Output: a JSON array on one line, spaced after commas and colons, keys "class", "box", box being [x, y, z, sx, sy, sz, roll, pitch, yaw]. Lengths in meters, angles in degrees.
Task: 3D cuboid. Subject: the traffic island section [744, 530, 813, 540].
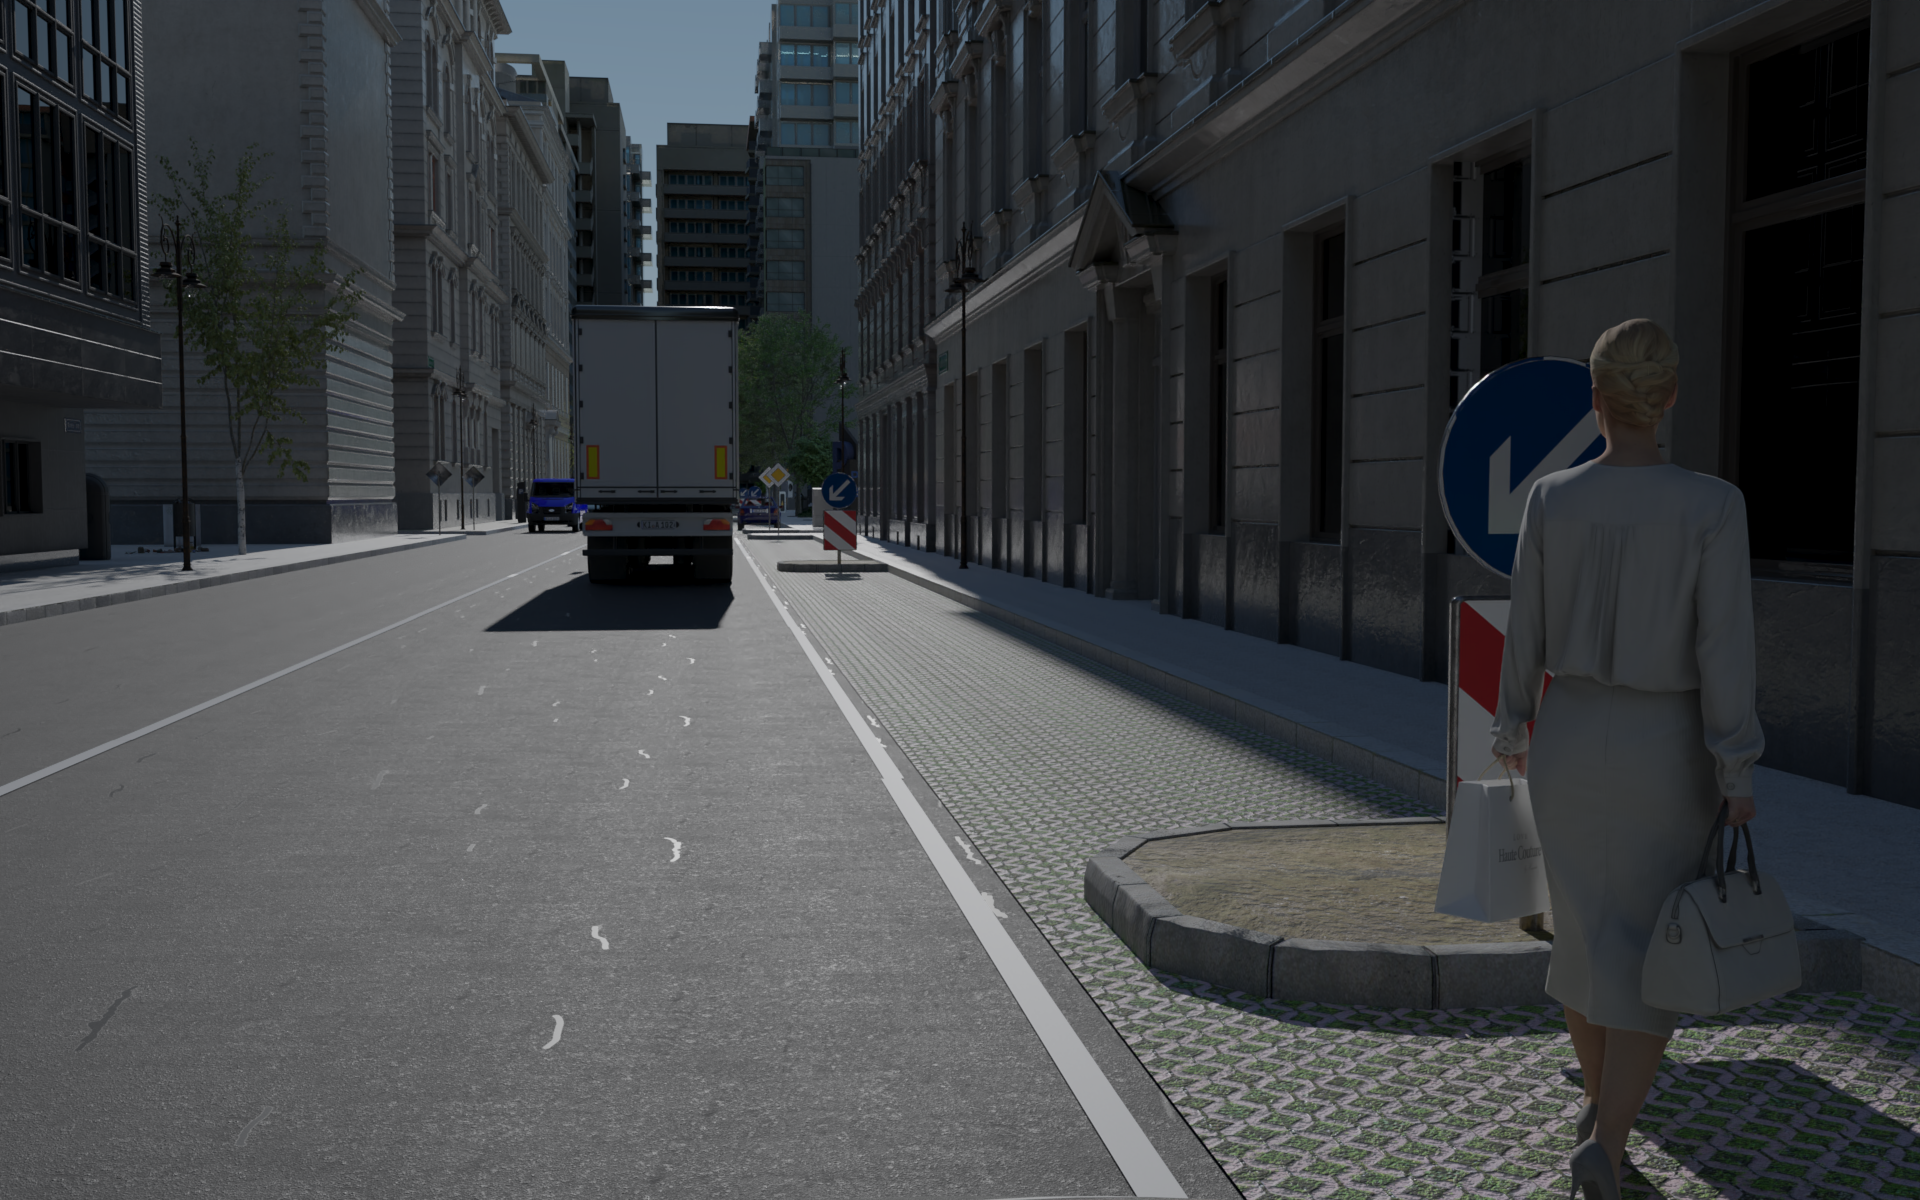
[{"class": "traffic island section", "box": [-5.759, -2.013, 55.191, 2.009, 0.180, 2.903, -1, 4, -8]}]

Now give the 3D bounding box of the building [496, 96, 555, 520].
[{"class": "building", "box": [-28.254, -16.191, 93.600, 11.050, 23.489, 19.941, -1, 4, -8]}]

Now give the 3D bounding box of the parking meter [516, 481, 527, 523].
[{"class": "parking meter", "box": [-19.569, -4.378, 77.285, 0.399, 1.863, 0.255, 0, 4, -2]}]

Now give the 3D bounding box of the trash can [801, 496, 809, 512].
[{"class": "trash can", "box": [-10.042, -6.095, 111.299, 0.748, 1.137, 0.748, 0, 3, 0]}]

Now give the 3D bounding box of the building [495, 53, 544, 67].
[{"class": "building", "box": [-46.777, -27.776, 146.014, 32.217, 40.220, 23.993, -1, 4, -8]}]

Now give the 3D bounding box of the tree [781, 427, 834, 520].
[{"class": "tree", "box": [-7.040, -6.181, 84.769, 4.285, 4.588, 4.351, 0, 3, 0]}]

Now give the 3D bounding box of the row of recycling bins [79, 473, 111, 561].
[{"class": "row of recycling bins", "box": [-18.284, -1.633, 33.811, 3.534, 1.692, 1.069, 1, 4, 9]}]

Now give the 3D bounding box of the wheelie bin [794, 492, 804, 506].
[{"class": "wheelie bin", "box": [-11.588, -7.142, 124.679, 0.693, 1.594, 0.980, -1, 4, -12]}]

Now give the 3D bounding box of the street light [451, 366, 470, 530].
[{"class": "street light", "box": [-17.949, -5.479, 62.361, 0.468, 5.910, 1.993, -1, 4, -8]}]

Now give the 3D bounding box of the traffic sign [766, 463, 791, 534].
[{"class": "traffic sign", "box": [-5.781, -3.148, 55.111, 0.795, 2.450, 0.064, -1, 4, -8]}]

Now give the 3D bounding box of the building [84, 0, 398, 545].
[{"class": "building", "box": [-25.945, -13.347, 47.101, 19.941, 23.489, 11.050, -1, 4, -8]}]

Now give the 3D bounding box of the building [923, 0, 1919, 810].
[{"class": "building", "box": [10.383, -14.669, 16.250, 17.030, 29.872, 44.131, -1, 4, -8]}]

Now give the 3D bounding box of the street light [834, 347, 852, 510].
[{"class": "street light", "box": [-3.692, -5.003, 54.583, 0.468, 5.910, 1.993, -1, 4, -8]}]

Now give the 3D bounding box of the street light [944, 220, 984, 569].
[{"class": "street light", "box": [0.065, -3.471, 29.544, 0.468, 5.910, 1.993, -1, 4, -8]}]

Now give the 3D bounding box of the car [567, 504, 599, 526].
[{"class": "car", "box": [-16.770, -4.186, 78.224, 2.009, 1.686, 4.222, 0, 4, -7]}]

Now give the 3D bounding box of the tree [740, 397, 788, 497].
[{"class": "tree", "box": [-14.140, -10.802, 126.982, 4.737, 8.622, 4.395, 0, 3, 0]}]

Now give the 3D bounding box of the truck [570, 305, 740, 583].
[{"class": "truck", "box": [-5.380, -2.600, 31.417, 2.839, 4.237, 11.283, -1, 4, -9]}]

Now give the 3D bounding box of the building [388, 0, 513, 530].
[{"class": "building", "box": [-26.634, -17.365, 71.310, 14.401, 28.519, 23.554, -1, 4, -8]}]

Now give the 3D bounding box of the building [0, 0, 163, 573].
[{"class": "building", "box": [-19.559, -13.738, 18.130, 14.314, 27.812, 24.014, -1, 4, -8]}]

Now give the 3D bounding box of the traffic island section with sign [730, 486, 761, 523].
[{"class": "traffic island section with sign", "box": [-10.476, -4.820, 87.433, 1.989, 1.847, 2.006, -1, 4, -8]}]

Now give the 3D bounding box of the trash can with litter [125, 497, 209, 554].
[{"class": "trash can with litter", "box": [-17.446, -1.650, 38.027, 1.678, 1.210, 2.233, 2, 4, 31]}]

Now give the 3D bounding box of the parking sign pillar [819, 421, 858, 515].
[{"class": "parking sign pillar", "box": [-4.174, -4.589, 63.508, 1.447, 3.967, 1.447, -2, 4, -33]}]

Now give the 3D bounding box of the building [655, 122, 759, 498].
[{"class": "building", "box": [-29.230, -37.101, 230.305, 21.600, 48.544, 21.300, -1, 4, -8]}]

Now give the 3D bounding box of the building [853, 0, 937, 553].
[{"class": "building", "box": [2.599, -12.092, 46.857, 9.793, 20.994, 18.267, -1, 4, -8]}]

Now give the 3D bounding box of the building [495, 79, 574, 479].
[{"class": "building", "box": [-32.608, -20.006, 113.009, 13.634, 28.700, 20.117, -1, 4, -8]}]

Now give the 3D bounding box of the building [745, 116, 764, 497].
[{"class": "building", "box": [-13.389, -33.347, 199.851, 22.147, 44.769, 28.867, -1, 4, -8]}]

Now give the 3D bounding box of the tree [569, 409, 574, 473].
[{"class": "tree", "box": [-28.944, -11.171, 133.009, 4.360, 8.622, 3.978, 0, 3, 0]}]

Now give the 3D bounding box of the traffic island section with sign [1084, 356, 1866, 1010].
[{"class": "traffic island section with sign", "box": [1.481, 0.176, 5.755, 1.989, 1.847, 2.006, -1, 4, -8]}]

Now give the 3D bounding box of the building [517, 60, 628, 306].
[{"class": "building", "box": [-49.111, -35.119, 197.901, 21.600, 48.544, 21.300, -1, 4, -8]}]

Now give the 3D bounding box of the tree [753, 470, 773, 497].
[{"class": "tree", "box": [-15.825, -8.833, 139.027, 1.663, 3.219, 1.824, 0, 3, 0]}]

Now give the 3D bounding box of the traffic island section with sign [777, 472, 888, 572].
[{"class": "traffic island section with sign", "box": [-2.420, -1.456, 32.428, 1.989, 1.847, 2.006, -1, 4, -8]}]

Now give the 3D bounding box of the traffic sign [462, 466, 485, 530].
[{"class": "traffic sign", "box": [-17.276, -3.540, 61.525, 0.795, 2.450, 0.064, -1, 4, -8]}]

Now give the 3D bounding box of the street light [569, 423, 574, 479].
[{"class": "street light", "box": [-25.164, -8.537, 112.368, 0.468, 5.910, 1.993, -1, 4, -8]}]

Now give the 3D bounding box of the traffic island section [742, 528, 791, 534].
[{"class": "traffic island section", "box": [-6.916, -2.496, 63.092, 2.009, 0.180, 2.903, -1, 4, -8]}]

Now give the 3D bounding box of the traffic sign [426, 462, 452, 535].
[{"class": "traffic sign", "box": [-16.119, -3.057, 53.623, 0.795, 2.450, 0.064, -1, 4, -8]}]

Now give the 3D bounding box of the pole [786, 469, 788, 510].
[{"class": "pole", "box": [-13.837, -8.847, 138.487, 0.158, 3.312, 0.155, 0, 3, 0]}]

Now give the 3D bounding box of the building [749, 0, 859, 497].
[{"class": "building", "box": [-8.716, -33.693, 170.482, 23.786, 49.044, 30.456, -1, 4, -8]}]

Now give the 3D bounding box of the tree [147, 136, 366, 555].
[{"class": "tree", "box": [-14.947, -5.255, 36.274, 4.737, 8.622, 4.395, 0, 3, 0]}]

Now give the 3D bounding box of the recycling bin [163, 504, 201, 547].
[{"class": "recycling bin", "box": [-19.067, -1.829, 42.457, 0.722, 1.027, 0.722, -1, 4, -13]}]

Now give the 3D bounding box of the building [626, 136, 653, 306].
[{"class": "building", "box": [-55.743, -37.184, 227.558, 30.456, 49.044, 23.786, -1, 4, -8]}]

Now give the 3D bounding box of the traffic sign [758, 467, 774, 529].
[{"class": "traffic sign", "box": [-6.938, -3.631, 63.012, 0.795, 2.450, 0.064, -1, 4, -8]}]

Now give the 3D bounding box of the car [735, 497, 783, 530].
[{"class": "car", "box": [-8.103, -3.505, 69.879, 1.945, 1.354, 3.894, 0, 4, -7]}]

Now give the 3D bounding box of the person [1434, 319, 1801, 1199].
[{"class": "person", "box": [1.293, 0.328, 3.495, 0.624, 1.780, 0.694, -3, 4, -39]}]

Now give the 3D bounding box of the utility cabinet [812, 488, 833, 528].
[{"class": "utility cabinet", "box": [-4.947, -3.452, 65.115, 1.173, 1.500, 0.318, -1, 4, -15]}]

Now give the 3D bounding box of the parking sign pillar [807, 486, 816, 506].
[{"class": "parking sign pillar", "box": [-11.248, -8.963, 135.024, 1.447, 3.967, 1.447, 1, 4, 21]}]

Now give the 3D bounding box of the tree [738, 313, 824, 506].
[{"class": "tree", "box": [-11.982, -11.654, 108.668, 7.486, 12.596, 7.792, 0, 3, 0]}]

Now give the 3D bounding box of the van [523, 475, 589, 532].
[{"class": "van", "box": [-15.499, -3.815, 66.752, 2.240, 2.365, 5.245, 0, 4, -8]}]

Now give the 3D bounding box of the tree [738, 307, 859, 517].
[{"class": "tree", "box": [-9.255, -10.493, 97.313, 9.928, 11.665, 9.643, 0, 3, 0]}]

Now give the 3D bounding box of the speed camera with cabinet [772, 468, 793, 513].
[{"class": "speed camera with cabinet", "box": [-11.912, -7.449, 116.134, 0.660, 3.252, 2.038, 1, 4, 20]}]

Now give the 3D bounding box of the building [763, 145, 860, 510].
[{"class": "building", "box": [-9.703, -23.003, 147.797, 14.160, 30.474, 14.107, -1, 4, -8]}]

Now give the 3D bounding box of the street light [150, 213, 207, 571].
[{"class": "street light", "box": [-12.959, -3.430, 28.865, 0.468, 5.910, 1.993, -1, 4, -8]}]

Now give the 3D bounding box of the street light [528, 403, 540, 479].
[{"class": "street light", "box": [-21.558, -7.029, 87.713, 0.468, 5.910, 1.993, -1, 4, -8]}]
